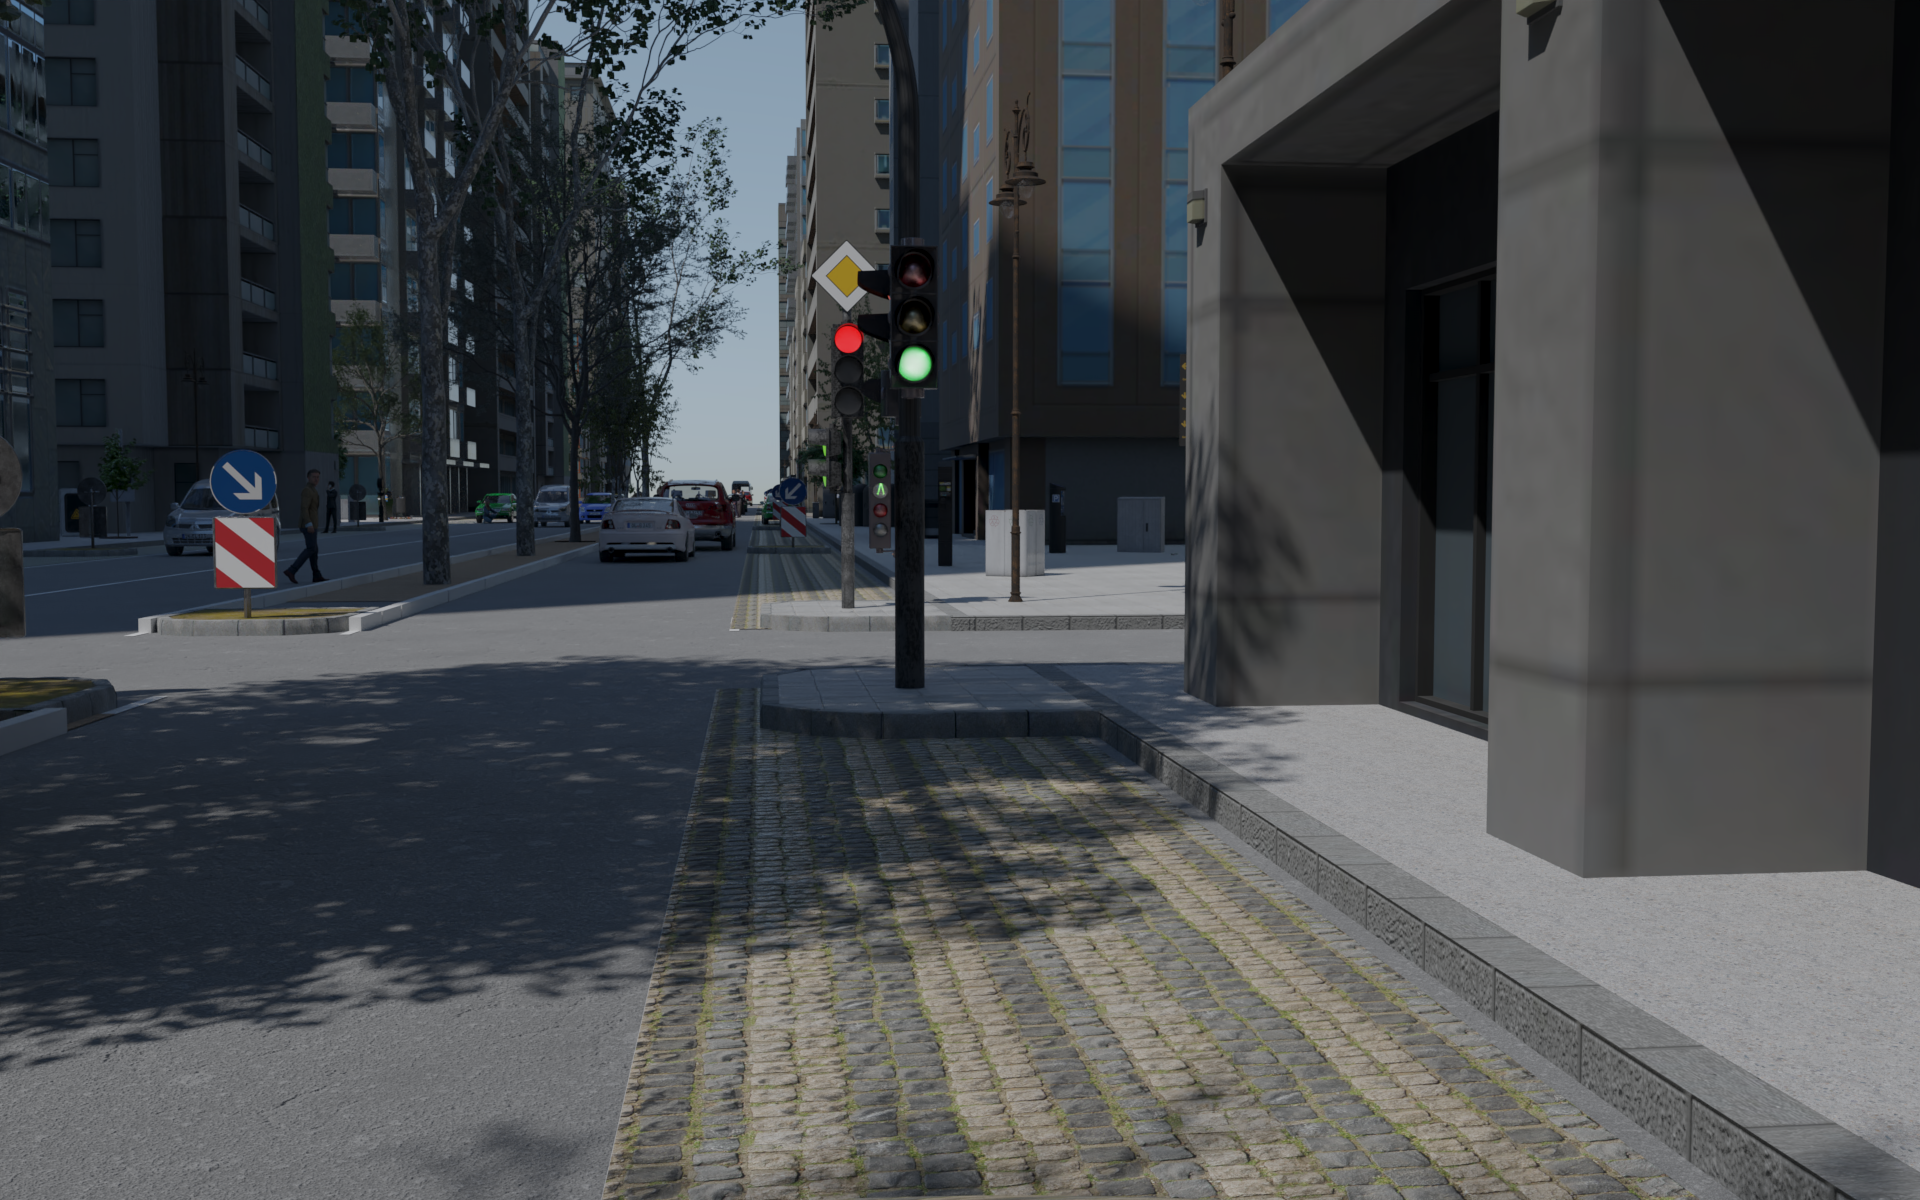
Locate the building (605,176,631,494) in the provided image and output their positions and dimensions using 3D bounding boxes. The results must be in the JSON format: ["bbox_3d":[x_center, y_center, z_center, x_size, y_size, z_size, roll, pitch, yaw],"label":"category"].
[{"bbox_3d":[-52.795,-35.899,237.059,14.600,45.320,14.200,0,4,-7],"label":"building"}]

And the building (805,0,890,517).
[{"bbox_3d":[1.420,-29.572,107.202,21.300,48.544,21.600,0,4,-7],"label":"building"}]

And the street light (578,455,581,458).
[{"bbox_3d":[-36.820,-11.863,166.741,0.468,5.910,1.993,0,4,-7],"label":"street light"}]

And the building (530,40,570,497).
[{"bbox_3d":[-42.087,-28.579,150.860,14.154,41.232,14.086,0,4,-7],"label":"building"}]

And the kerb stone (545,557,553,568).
[{"bbox_3d":[-8.118,-0.712,33.844,0.120,0.150,1.000,0,4,-7],"label":"kerb stone"}]

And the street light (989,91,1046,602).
[{"bbox_3d":[0.662,-2.915,20.441,0.468,5.910,1.993,0,4,-7],"label":"street light"}]

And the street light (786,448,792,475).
[{"bbox_3d":[-17.556,-12.650,179.615,0.468,5.910,1.993,0,4,-7],"label":"street light"}]

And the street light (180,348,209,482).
[{"bbox_3d":[-24.235,-5.028,54.997,0.468,5.910,1.993,0,4,-7],"label":"street light"}]

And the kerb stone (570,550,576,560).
[{"bbox_3d":[-8.585,-0.961,37.909,0.120,0.150,1.000,0,4,-7],"label":"kerb stone"}]

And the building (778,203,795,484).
[{"bbox_3d":[-18.659,-34.378,245.679,14.154,41.232,14.086,0,4,-7],"label":"building"}]

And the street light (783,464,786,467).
[{"bbox_3d":[-21.817,-14.868,215.872,0.468,5.910,1.993,0,4,-7],"label":"street light"}]

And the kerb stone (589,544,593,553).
[{"bbox_3d":[-9.063,-1.211,41.987,0.120,0.150,1.000,0,4,-7],"label":"kerb stone"}]

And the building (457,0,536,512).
[{"bbox_3d":[-44.691,-31.046,131.296,21.300,48.544,21.600,0,4,-7],"label":"building"}]

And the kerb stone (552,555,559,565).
[{"bbox_3d":[-8.236,-0.775,34.859,0.120,0.150,1.000,0,4,-7],"label":"kerb stone"}]

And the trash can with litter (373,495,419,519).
[{"bbox_3d":[-28.879,-4.741,88.571,2.233,1.210,1.678,1,4,14],"label":"trash can with litter"}]

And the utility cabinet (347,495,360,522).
[{"bbox_3d":[-27.772,-4.171,79.361,0.306,1.237,1.020,0,4,-6],"label":"utility cabinet"}]

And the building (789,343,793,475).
[{"bbox_3d":[-5.023,-21.384,194.665,27.650,21.520,28.899,0,4,-7],"label":"building"}]

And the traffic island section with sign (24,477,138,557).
[{"bbox_3d":[-20.278,-1.927,40.136,1.989,1.847,2.006,0,4,-7],"label":"traffic island section with sign"}]

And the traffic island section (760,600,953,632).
[{"bbox_3d":[-1.234,0.173,19.454,2.009,0.180,2.903,0,4,-7],"label":"traffic island section"}]

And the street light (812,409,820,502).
[{"bbox_3d":[-8.171,-7.622,97.402,0.468,5.910,1.993,0,4,-7],"label":"street light"}]

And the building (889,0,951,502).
[{"bbox_3d":[7.280,-32.794,78.186,21.231,58.520,28.212,0,4,-7],"label":"building"}]

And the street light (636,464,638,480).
[{"bbox_3d":[-46.354,-16.884,248.835,0.468,5.910,1.993,0,4,-7],"label":"street light"}]

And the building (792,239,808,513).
[{"bbox_3d":[1.504,-17.642,133.485,27.650,21.520,28.899,0,4,-7],"label":"building"}]

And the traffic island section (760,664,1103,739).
[{"bbox_3d":[-0.321,0.658,11.521,2.009,0.180,2.903,0,4,-7],"label":"traffic island section"}]

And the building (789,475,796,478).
[{"bbox_3d":[0.401,-28.592,159.358,32.217,40.220,23.993,0,4,-7],"label":"building"}]

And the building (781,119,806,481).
[{"bbox_3d":[-11.207,-36.961,223.920,23.786,49.044,30.456,0,4,-7],"label":"building"}]

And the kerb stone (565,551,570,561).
[{"bbox_3d":[-8.472,-0.899,36.892,0.120,0.150,1.000,0,4,-7],"label":"kerb stone"}]

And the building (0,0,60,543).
[{"bbox_3d":[-32.067,-43.784,28.544,22.319,86.520,31.000,0,4,-7],"label":"building"}]

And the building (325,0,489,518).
[{"bbox_3d":[-42.363,-29.681,104.893,23.786,49.044,30.456,0,4,-7],"label":"building"}]

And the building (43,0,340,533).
[{"bbox_3d":[-31.089,-23.066,60.726,14.154,41.232,14.086,0,4,-7],"label":"building"}]

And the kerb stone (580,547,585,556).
[{"bbox_3d":[-8.826,-1.084,39.942,0.120,0.150,1.000,0,4,-7],"label":"kerb stone"}]

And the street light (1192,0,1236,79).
[{"bbox_3d":[1.734,-2.354,11.277,0.468,5.910,1.993,0,4,-7],"label":"street light"}]

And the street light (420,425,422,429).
[{"bbox_3d":[-28.221,-7.255,91.412,0.468,5.910,1.993,0,4,-7],"label":"street light"}]

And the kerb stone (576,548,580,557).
[{"bbox_3d":[-8.712,-1.023,38.927,0.120,0.150,1.000,0,4,-7],"label":"kerb stone"}]

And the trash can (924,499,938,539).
[{"bbox_3d":[-0.809,-2.334,49.808,0.748,1.137,0.748,0,3,0],"label":"trash can"}]

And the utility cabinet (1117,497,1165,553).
[{"bbox_3d":[3.982,-1.650,38.139,1.020,1.237,0.306,2,4,26],"label":"utility cabinet"}]

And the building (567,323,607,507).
[{"bbox_3d":[-53.677,-20.961,187.746,27.650,21.520,28.899,0,4,-7],"label":"building"}]

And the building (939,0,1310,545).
[{"bbox_3d":[6.988,-24.410,49.211,14.600,45.320,14.200,0,4,-7],"label":"building"}]

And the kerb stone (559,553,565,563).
[{"bbox_3d":[-8.354,-0.837,35.875,0.120,0.150,1.000,0,4,-7],"label":"kerb stone"}]

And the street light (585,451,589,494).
[{"bbox_3d":[-37.939,-12.436,176.111,0.468,5.910,1.993,0,4,-7],"label":"street light"}]

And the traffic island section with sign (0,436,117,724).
[{"bbox_3d":[-6.572,-0.178,11.044,2.006,1.907,1.989,0,4,-7],"label":"traffic island section with sign"}]

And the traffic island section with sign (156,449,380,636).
[{"bbox_3d":[-7.410,-0.628,18.404,2.006,1.907,1.989,0,4,-7],"label":"traffic island section with sign"}]

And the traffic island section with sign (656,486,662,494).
[{"bbox_3d":[-16.019,-5.193,93.049,2.006,1.907,1.989,0,4,-7],"label":"traffic island section with sign"}]

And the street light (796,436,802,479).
[{"bbox_3d":[-12.418,-9.839,133.660,0.468,5.910,1.993,0,4,-7],"label":"street light"}]

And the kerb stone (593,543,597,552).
[{"bbox_3d":[-9.175,-1.273,43.004,0.120,0.150,1.000,0,4,-7],"label":"kerb stone"}]

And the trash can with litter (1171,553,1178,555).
[{"bbox_3d":[5.462,-1.515,35.835,2.233,1.210,1.678,3,4,36],"label":"trash can with litter"}]

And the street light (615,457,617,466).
[{"bbox_3d":[-42.185,-14.653,212.370,0.468,5.910,1.993,0,4,-7],"label":"street light"}]

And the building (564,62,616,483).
[{"bbox_3d":[-57.699,-38.293,215.324,28.713,52.752,27.495,0,4,-7],"label":"building"}]

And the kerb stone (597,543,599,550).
[{"bbox_3d":[-9.291,-1.335,44.021,0.120,0.150,1.000,0,4,-7],"label":"kerb stone"}]

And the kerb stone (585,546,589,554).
[{"bbox_3d":[-8.938,-1.148,40.973,0.120,0.150,1.000,0,4,-7],"label":"kerb stone"}]
